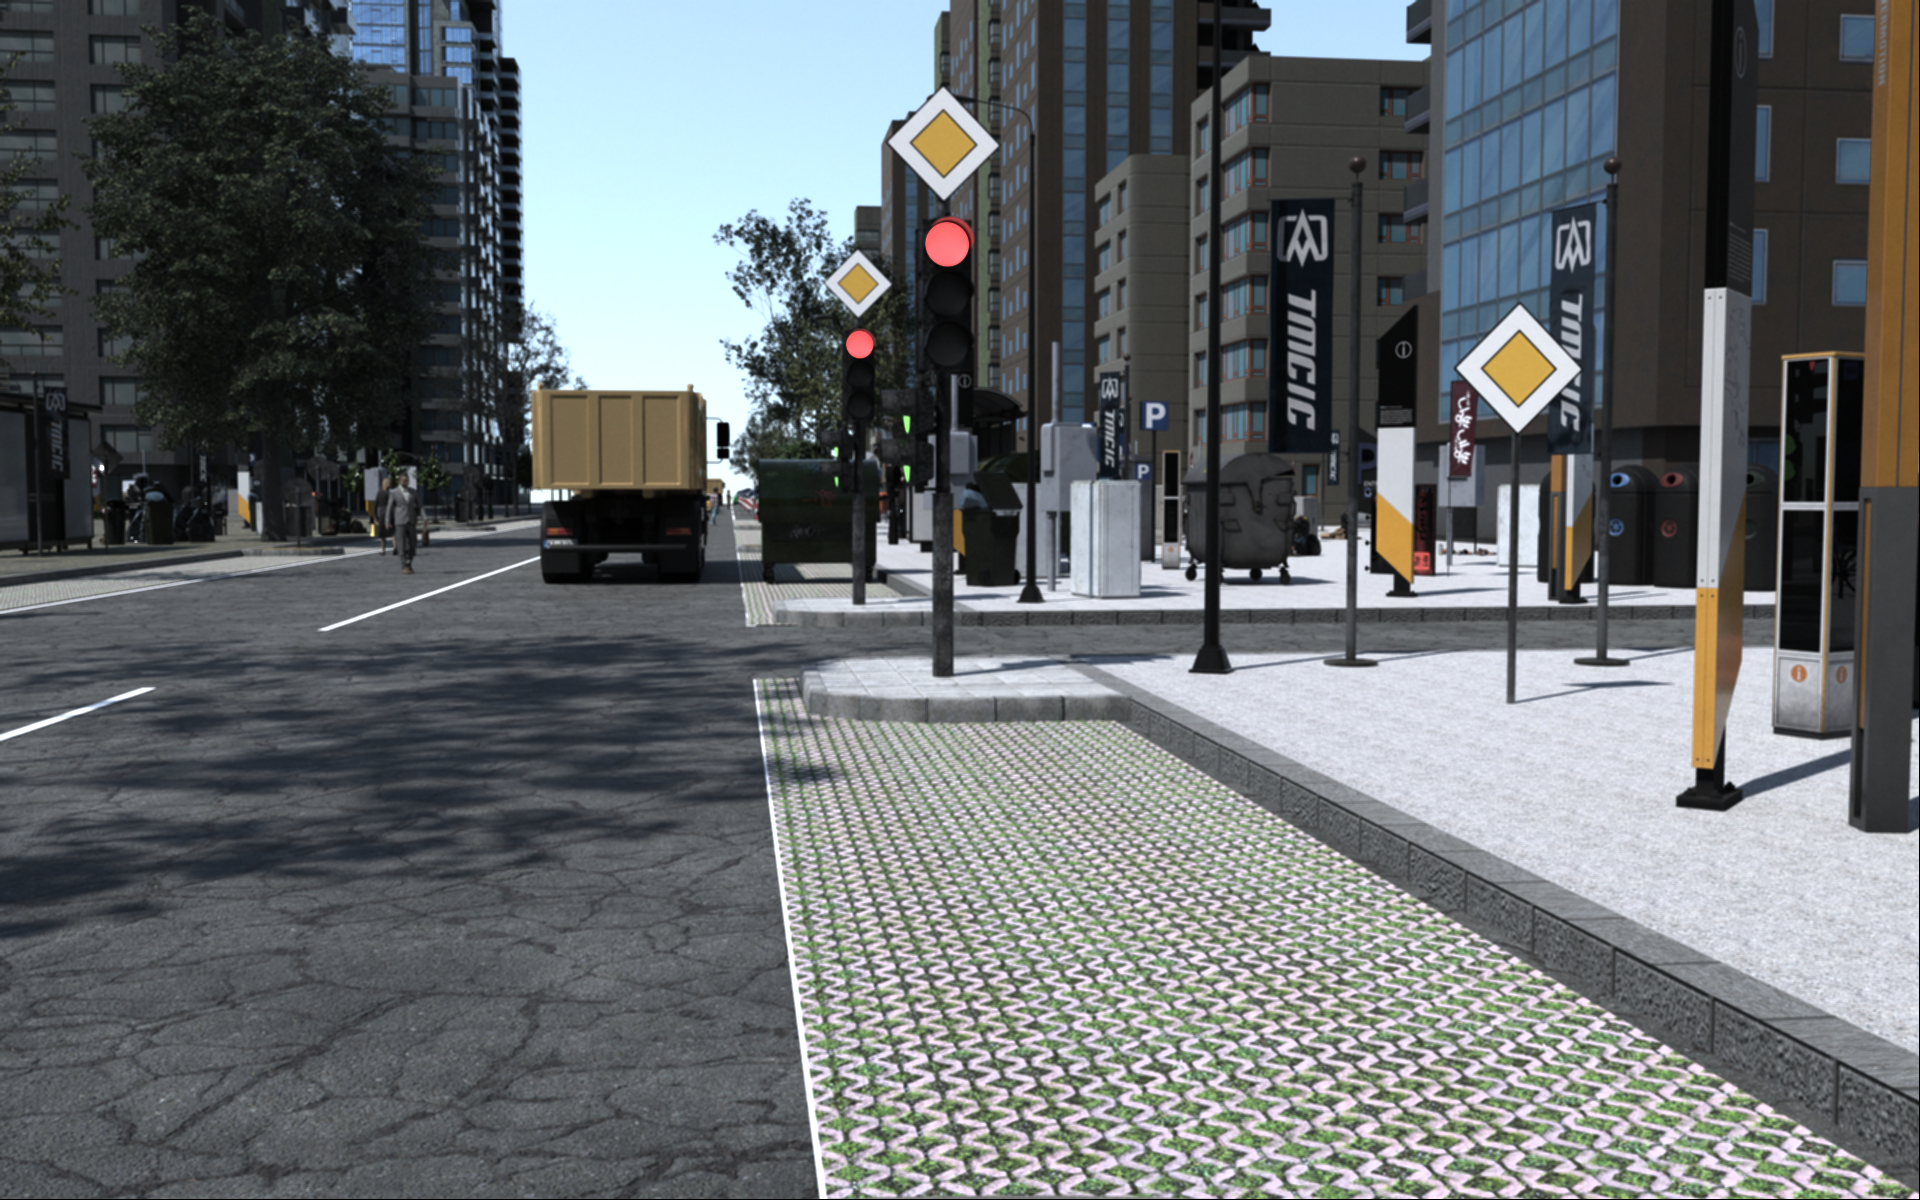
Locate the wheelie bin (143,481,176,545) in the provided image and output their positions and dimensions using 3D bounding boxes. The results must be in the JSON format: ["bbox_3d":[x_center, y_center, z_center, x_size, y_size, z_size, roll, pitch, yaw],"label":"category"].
[{"bbox_3d":[-20.184,-2.185,43.637,0.693,1.594,0.980,-3,4,-36],"label":"wheelie bin"}]

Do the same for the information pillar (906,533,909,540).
[{"bbox_3d":[-1.306,-2.673,48.188,0.304,2.012,0.304,1,4,18],"label":"information pillar"}]

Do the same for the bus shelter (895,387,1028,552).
[{"bbox_3d":[-0.005,-2.549,35.593,2.014,3.302,5.546,0,4,-8],"label":"bus shelter"}]

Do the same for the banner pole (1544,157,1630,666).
[{"bbox_3d":[4.753,-1.416,13.174,0.401,3.779,0.863,-2,4,-23],"label":"banner pole"}]

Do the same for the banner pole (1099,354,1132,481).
[{"bbox_3d":[2.819,-2.518,31.184,0.863,3.779,0.401,3,5,45],"label":"banner pole"}]

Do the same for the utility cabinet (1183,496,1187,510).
[{"bbox_3d":[7.845,-2.989,60.033,0.306,1.237,1.020,2,4,30],"label":"utility cabinet"}]

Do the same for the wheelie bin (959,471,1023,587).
[{"bbox_3d":[0.400,-0.998,24.218,0.980,1.594,0.693,-3,5,-45],"label":"wheelie bin"}]

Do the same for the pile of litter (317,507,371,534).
[{"bbox_3d":[-20.042,-2.583,56.202,1.719,0.858,1.176,-1,4,-13],"label":"pile of litter"}]

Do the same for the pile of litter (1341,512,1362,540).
[{"bbox_3d":[10.847,-2.167,49.395,1.176,0.858,1.719,1,4,10],"label":"pile of litter"}]

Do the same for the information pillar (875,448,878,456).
[{"bbox_3d":[-4.270,-5.870,87.336,0.183,3.616,0.504,-2,4,-24],"label":"information pillar"}]

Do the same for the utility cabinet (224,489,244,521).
[{"bbox_3d":[-33.429,-4.370,80.124,1.173,1.500,0.318,-1,4,-14],"label":"utility cabinet"}]

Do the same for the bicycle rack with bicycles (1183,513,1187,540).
[{"bbox_3d":[5.760,-2.102,47.748,2.852,0.926,2.925,-1,4,-22],"label":"bicycle rack with bicycles"}]

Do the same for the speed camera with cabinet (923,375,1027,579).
[{"bbox_3d":[0.488,-1.942,26.092,2.038,3.252,0.660,-1,4,-22],"label":"speed camera with cabinet"}]

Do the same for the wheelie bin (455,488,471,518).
[{"bbox_3d":[-24.164,-4.665,84.187,0.693,1.594,0.980,-3,4,-38],"label":"wheelie bin"}]

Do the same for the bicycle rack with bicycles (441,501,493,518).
[{"bbox_3d":[-25.924,-4.778,91.505,2.852,0.926,2.925,-2,4,-32],"label":"bicycle rack with bicycles"}]

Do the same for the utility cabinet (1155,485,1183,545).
[{"bbox_3d":[4.994,-2.132,43.534,1.173,1.500,0.318,1,4,14],"label":"utility cabinet"}]

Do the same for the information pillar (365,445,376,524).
[{"bbox_3d":[-25.055,-5.026,73.536,0.183,3.616,0.504,1,4,17],"label":"information pillar"}]

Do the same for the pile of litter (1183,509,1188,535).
[{"bbox_3d":[7.226,-2.467,54.294,1.176,0.858,1.719,-1,4,-20],"label":"pile of litter"}]

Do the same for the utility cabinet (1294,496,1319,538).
[{"bbox_3d":[9.372,-2.184,46.871,0.306,1.237,1.020,2,4,34],"label":"utility cabinet"}]

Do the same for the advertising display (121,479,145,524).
[{"bbox_3d":[-35.643,-4.249,74.693,0.974,1.923,0.123,0,4,0],"label":"advertising display"}]

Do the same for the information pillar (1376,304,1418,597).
[{"bbox_3d":[5.457,-1.849,21.591,0.504,3.616,0.183,3,4,36],"label":"information pillar"}]

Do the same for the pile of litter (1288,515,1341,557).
[{"bbox_3d":[6.821,-1.348,36.006,1.719,0.858,1.176,-2,4,-32],"label":"pile of litter"}]

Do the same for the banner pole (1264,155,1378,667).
[{"bbox_3d":[2.711,-1.403,12.951,0.863,3.779,0.401,1,4,9],"label":"banner pole"}]

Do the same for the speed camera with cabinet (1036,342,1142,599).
[{"bbox_3d":[1.646,-1.693,22.019,0.660,3.252,2.038,-1,4,-19],"label":"speed camera with cabinet"}]

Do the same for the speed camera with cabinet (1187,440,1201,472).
[{"bbox_3d":[9.491,-4.280,64.320,2.038,3.252,0.660,-1,4,-12],"label":"speed camera with cabinet"}]

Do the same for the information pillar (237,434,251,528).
[{"bbox_3d":[-26.661,-4.476,64.533,0.504,3.616,0.183,1,4,11],"label":"information pillar"}]

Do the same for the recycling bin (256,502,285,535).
[{"bbox_3d":[-21.637,-2.556,54.350,0.722,1.027,0.722,-2,4,-34],"label":"recycling bin"}]

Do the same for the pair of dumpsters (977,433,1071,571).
[{"bbox_3d":[1.042,-1.661,29.644,1.574,2.255,4.437,0,4,-8],"label":"pair of dumpsters"}]

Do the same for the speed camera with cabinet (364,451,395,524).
[{"bbox_3d":[-20.431,-4.111,61.558,0.660,3.252,2.038,1,4,8],"label":"speed camera with cabinet"}]

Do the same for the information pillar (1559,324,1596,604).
[{"bbox_3d":[7.256,-1.768,20.266,0.504,3.616,0.183,-3,5,-43],"label":"information pillar"}]

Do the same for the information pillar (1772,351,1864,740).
[{"bbox_3d":[4.544,-0.285,9.153,0.304,2.012,0.304,-2,4,-30],"label":"information pillar"}]

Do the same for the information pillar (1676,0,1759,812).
[{"bbox_3d":[3.157,-0.965,7.141,0.183,3.616,0.504,3,4,36],"label":"information pillar"}]

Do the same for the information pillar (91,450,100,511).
[{"bbox_3d":[-44.152,-5.932,88.337,0.183,3.616,0.504,3,5,39],"label":"information pillar"}]

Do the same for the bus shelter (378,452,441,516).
[{"bbox_3d":[-27.300,-5.639,86.118,2.014,3.302,5.546,0,4,-7],"label":"bus shelter"}]

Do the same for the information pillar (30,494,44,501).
[{"bbox_3d":[-34.885,-4.528,65.384,0.504,3.616,0.183,-1,4,-16],"label":"information pillar"}]

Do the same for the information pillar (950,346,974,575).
[{"bbox_3d":[-0.005,-2.209,27.467,0.504,3.616,0.183,-1,4,-14],"label":"information pillar"}]

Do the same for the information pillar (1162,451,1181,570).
[{"bbox_3d":[3.601,-1.530,29.508,0.304,2.012,0.304,0,4,8],"label":"information pillar"}]

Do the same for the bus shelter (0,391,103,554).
[{"bbox_3d":[-20.551,-3.576,36.098,2.179,5.291,8.768,0,4,-8],"label":"bus shelter"}]

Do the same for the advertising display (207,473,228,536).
[{"bbox_3d":[-22.986,-2.961,53.629,0.123,1.923,0.974,0,4,7],"label":"advertising display"}]

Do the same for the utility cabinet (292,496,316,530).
[{"bbox_3d":[-23.500,-3.111,62.019,0.306,1.237,1.020,1,4,14],"label":"utility cabinet"}]

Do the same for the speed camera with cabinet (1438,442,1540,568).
[{"bbox_3d":[9.567,-2.222,30.659,2.038,3.252,0.660,2,4,34],"label":"speed camera with cabinet"}]

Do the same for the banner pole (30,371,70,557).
[{"bbox_3d":[-18.641,-2.780,35.464,0.401,3.779,0.863,3,5,41],"label":"banner pole"}]

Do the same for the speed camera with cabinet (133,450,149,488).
[{"bbox_3d":[-36.693,-5.095,77.641,0.660,3.252,2.038,-1,4,-21],"label":"speed camera with cabinet"}]

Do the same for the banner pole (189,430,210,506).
[{"bbox_3d":[-29.305,-4.689,66.690,0.863,3.779,0.401,-1,4,-20],"label":"banner pole"}]

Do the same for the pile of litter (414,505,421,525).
[{"bbox_3d":[-22.968,-3.543,71.886,1.176,0.858,1.719,-1,4,-13],"label":"pile of litter"}]

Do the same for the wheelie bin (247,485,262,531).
[{"bbox_3d":[-24.092,-3.165,59.658,0.693,1.594,0.980,2,4,26],"label":"wheelie bin"}]

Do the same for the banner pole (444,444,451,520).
[{"bbox_3d":[-25.767,-5.935,87.056,0.401,3.779,0.863,-1,4,-21],"label":"banner pole"}]
